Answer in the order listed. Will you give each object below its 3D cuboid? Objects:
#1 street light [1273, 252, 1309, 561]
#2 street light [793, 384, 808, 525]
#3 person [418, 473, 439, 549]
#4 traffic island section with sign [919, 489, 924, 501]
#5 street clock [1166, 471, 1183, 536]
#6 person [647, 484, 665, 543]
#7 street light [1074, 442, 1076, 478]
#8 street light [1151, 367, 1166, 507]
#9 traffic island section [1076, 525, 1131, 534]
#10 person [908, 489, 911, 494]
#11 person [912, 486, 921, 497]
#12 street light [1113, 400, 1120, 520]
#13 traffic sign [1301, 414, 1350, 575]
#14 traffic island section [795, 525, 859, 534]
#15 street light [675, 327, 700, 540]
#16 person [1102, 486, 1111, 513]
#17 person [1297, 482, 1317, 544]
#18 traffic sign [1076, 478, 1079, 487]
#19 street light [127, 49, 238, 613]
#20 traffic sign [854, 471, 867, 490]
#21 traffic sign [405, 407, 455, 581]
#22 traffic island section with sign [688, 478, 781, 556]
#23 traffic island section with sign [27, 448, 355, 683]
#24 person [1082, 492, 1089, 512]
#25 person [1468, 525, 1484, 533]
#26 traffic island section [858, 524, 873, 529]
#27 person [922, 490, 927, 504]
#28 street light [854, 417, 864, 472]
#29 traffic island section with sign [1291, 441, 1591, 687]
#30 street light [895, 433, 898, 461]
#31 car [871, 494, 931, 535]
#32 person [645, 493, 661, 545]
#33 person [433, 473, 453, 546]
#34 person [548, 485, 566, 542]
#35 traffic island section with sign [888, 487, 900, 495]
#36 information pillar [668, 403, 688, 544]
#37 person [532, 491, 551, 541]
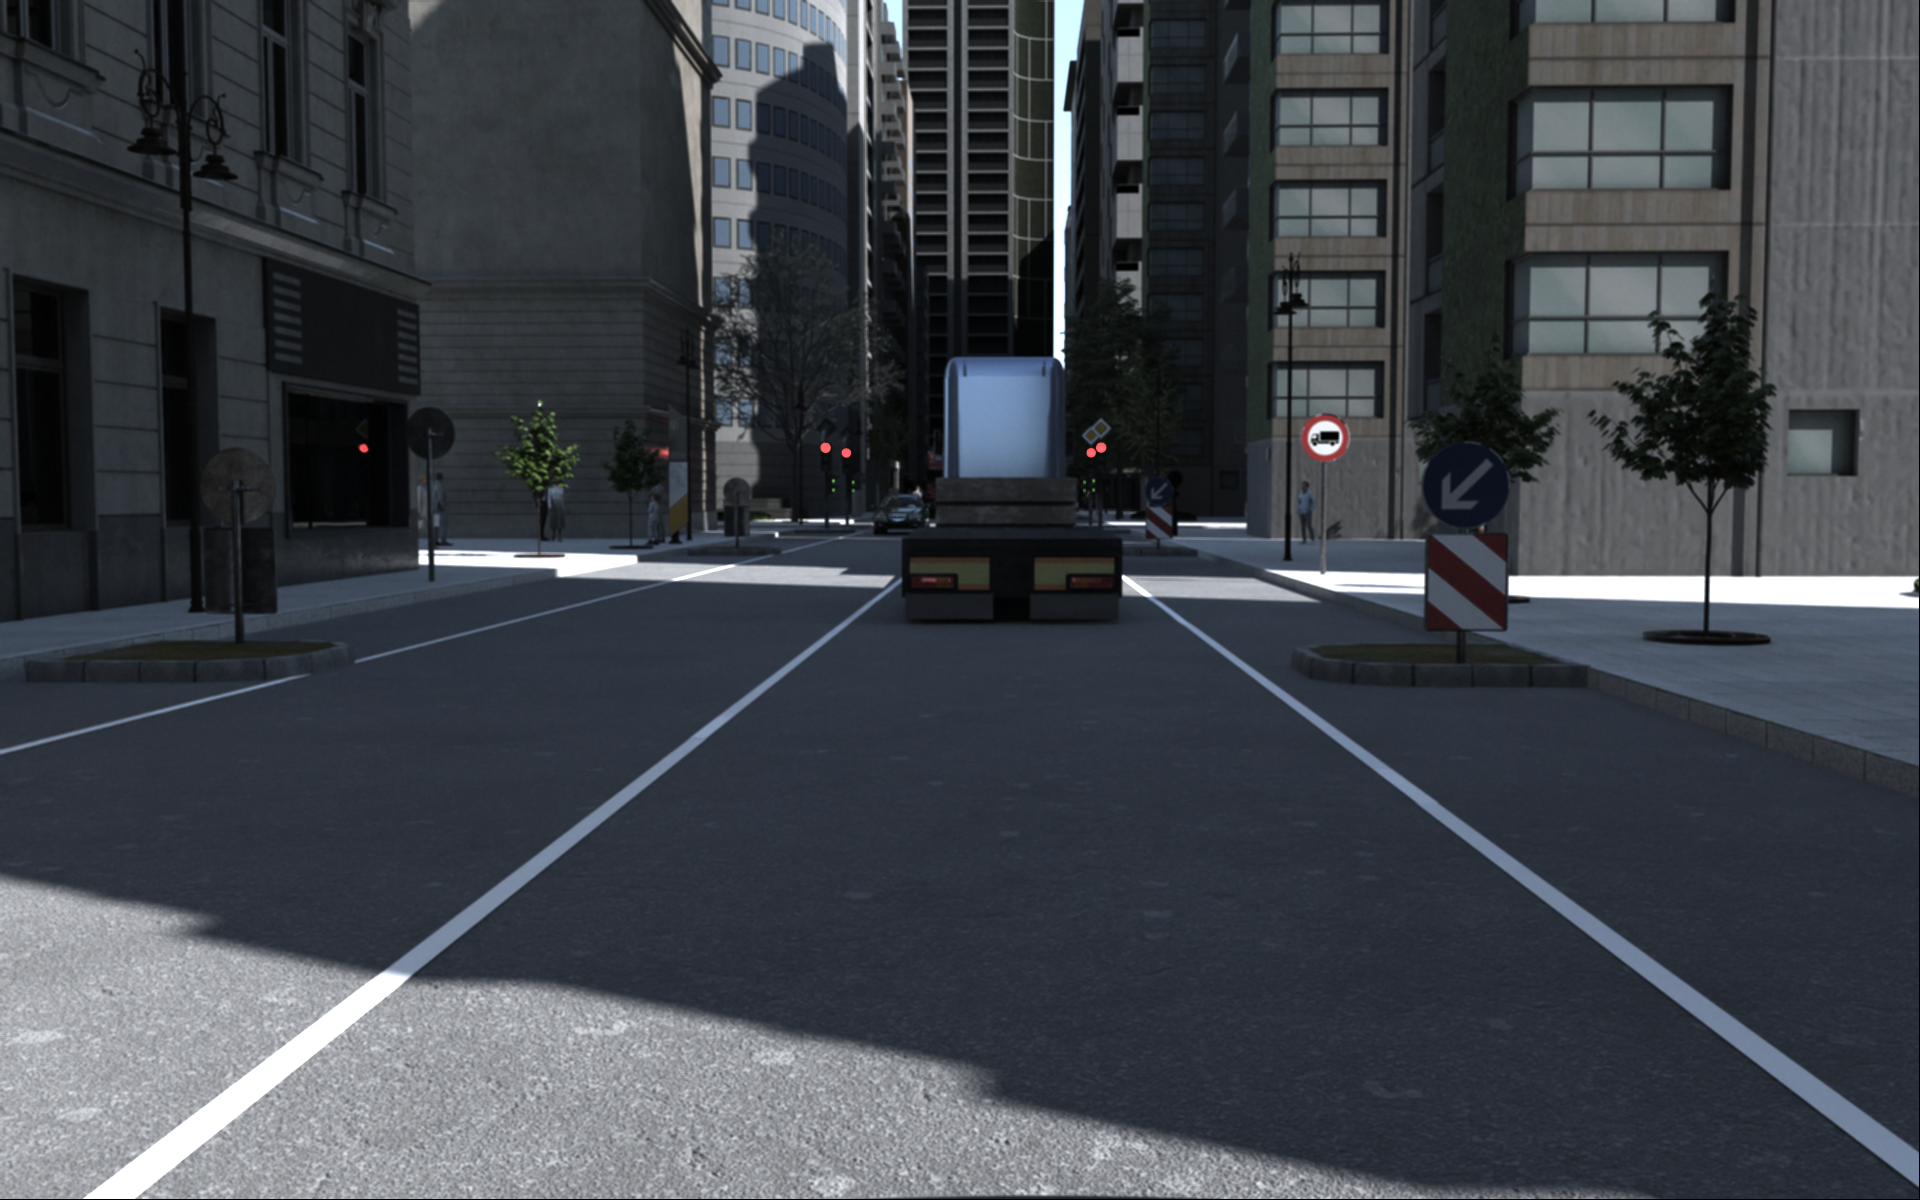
[{"bbox_3d":[6.329,-3.699,33.273,0.468,5.910,1.993,0,4,2],"label":"street light"},{"bbox_3d":[-6.681,-6.109,72.674,0.468,5.910,1.993,0,4,2],"label":"street light"},{"bbox_3d":[-12.587,-2.095,40.657,0.624,1.780,0.694,1,4,19],"label":"person"},{"bbox_3d":[-2.838,-7.039,123.721,1.989,1.847,2.006,0,4,2],"label":"traffic island section with sign"},{"bbox_3d":[6.621,-2.992,53.483,0.471,2.002,0.358,0,4,-4],"label":"street clock"},{"bbox_3d":[-8.010,-2.403,45.515,0.511,1.800,0.466,3,4,39],"label":"person"},{"bbox_3d":[9.666,-10.551,145.303,0.468,5.910,1.993,0,4,2],"label":"street light"},{"bbox_3d":[7.216,-5.528,63.174,0.468,5.910,1.993,0,4,2],"label":"street light"},{"bbox_3d":[5.190,-2.537,63.757,2.009,0.180,2.903,0,4,2],"label":"traffic island section"},{"bbox_3d":[-4.486,-9.186,156.965,0.721,1.736,1.217,0,4,-2],"label":"person"},{"bbox_3d":[-2.066,-4.510,82.364,0.709,1.813,0.853,2,4,28],"label":"person"},{"bbox_3d":[7.799,-6.881,85.296,0.468,5.910,1.993,0,4,2],"label":"street light"},{"bbox_3d":[5.794,-1.680,27.567,0.768,2.556,0.104,0,4,3],"label":"traffic sign"},{"bbox_3d":[-4.947,-2.555,64.062,2.009,0.180,2.903,0,4,2],"label":"traffic island section"},{"bbox_3d":[-7.523,-4.598,47.959,0.468,5.910,1.993,0,4,2],"label":"street light"},{"bbox_3d":[9.784,-6.708,115.501,0.659,1.850,0.755,2,4,29],"label":"person"},{"bbox_3d":[8.847,-2.233,44.357,0.330,1.601,0.589,-2,4,-35],"label":"person"},{"bbox_3d":[9.055,-8.363,136.843,0.768,2.556,0.104,0,4,8],"label":"traffic sign"},{"bbox_3d":[-8.292,-2.805,18.642,0.468,5.910,1.993,0,4,2],"label":"street light"},{"bbox_3d":[-5.627,-5.960,97.555,0.768,2.556,0.104,0,4,8],"label":"traffic sign"},{"bbox_3d":[-7.766,-1.546,25.384,0.768,2.556,0.104,0,4,8],"label":"traffic sign"},{"bbox_3d":[-5.300,-1.984,41.061,1.989,1.847,2.006,0,4,2],"label":"traffic island section with sign"},{"bbox_3d":[-6.107,-0.336,14.118,1.989,1.847,2.006,0,4,2],"label":"traffic island section with sign"},{"bbox_3d":[8.968,-7.127,122.482,0.656,1.842,0.836,-1,4,-9],"label":"person"},{"bbox_3d":[6.938,-1.050,23.396,0.419,1.800,0.721,1,4,12],"label":"person"},{"bbox_3d":[-4.709,-3.044,72.044,2.009,0.180,2.903,0,4,2],"label":"traffic island section"},{"bbox_3d":[-3.438,-9.974,170.031,0.541,1.710,0.530,0,4,-4],"label":"person"},{"bbox_3d":[-5.927,-7.902,101.992,0.468,5.910,1.993,0,4,2],"label":"street light"},{"bbox_3d":[3.722,-0.317,13.816,1.989,1.847,2.006,0,4,2],"label":"traffic island section with sign"},{"bbox_3d":[-4.876,-9.695,131.301,0.468,5.910,1.993,0,4,2],"label":"street light"},{"bbox_3d":[-2.087,-3.110,62.639,2.131,1.459,4.920,0,4,2],"label":"car"},{"bbox_3d":[-7.720,-2.027,43.466,0.394,1.301,0.425,1,4,9],"label":"person"},{"bbox_3d":[-12.949,-2.258,43.059,0.635,1.810,0.391,3,5,40],"label":"person"},{"bbox_3d":[-10.903,-2.475,46.730,0.478,1.798,0.641,-1,4,-21],"label":"person"},{"bbox_3d":[-3.645,-5.391,96.766,1.989,1.847,2.006,0,4,2],"label":"traffic island section with sign"},{"bbox_3d":[-7.272,-3.259,44.634,0.504,3.616,0.183,0,4,-5],"label":"information pillar"},{"bbox_3d":[-11.407,-2.582,47.628,0.474,1.900,0.648,1,4,21],"label":"person"}]
